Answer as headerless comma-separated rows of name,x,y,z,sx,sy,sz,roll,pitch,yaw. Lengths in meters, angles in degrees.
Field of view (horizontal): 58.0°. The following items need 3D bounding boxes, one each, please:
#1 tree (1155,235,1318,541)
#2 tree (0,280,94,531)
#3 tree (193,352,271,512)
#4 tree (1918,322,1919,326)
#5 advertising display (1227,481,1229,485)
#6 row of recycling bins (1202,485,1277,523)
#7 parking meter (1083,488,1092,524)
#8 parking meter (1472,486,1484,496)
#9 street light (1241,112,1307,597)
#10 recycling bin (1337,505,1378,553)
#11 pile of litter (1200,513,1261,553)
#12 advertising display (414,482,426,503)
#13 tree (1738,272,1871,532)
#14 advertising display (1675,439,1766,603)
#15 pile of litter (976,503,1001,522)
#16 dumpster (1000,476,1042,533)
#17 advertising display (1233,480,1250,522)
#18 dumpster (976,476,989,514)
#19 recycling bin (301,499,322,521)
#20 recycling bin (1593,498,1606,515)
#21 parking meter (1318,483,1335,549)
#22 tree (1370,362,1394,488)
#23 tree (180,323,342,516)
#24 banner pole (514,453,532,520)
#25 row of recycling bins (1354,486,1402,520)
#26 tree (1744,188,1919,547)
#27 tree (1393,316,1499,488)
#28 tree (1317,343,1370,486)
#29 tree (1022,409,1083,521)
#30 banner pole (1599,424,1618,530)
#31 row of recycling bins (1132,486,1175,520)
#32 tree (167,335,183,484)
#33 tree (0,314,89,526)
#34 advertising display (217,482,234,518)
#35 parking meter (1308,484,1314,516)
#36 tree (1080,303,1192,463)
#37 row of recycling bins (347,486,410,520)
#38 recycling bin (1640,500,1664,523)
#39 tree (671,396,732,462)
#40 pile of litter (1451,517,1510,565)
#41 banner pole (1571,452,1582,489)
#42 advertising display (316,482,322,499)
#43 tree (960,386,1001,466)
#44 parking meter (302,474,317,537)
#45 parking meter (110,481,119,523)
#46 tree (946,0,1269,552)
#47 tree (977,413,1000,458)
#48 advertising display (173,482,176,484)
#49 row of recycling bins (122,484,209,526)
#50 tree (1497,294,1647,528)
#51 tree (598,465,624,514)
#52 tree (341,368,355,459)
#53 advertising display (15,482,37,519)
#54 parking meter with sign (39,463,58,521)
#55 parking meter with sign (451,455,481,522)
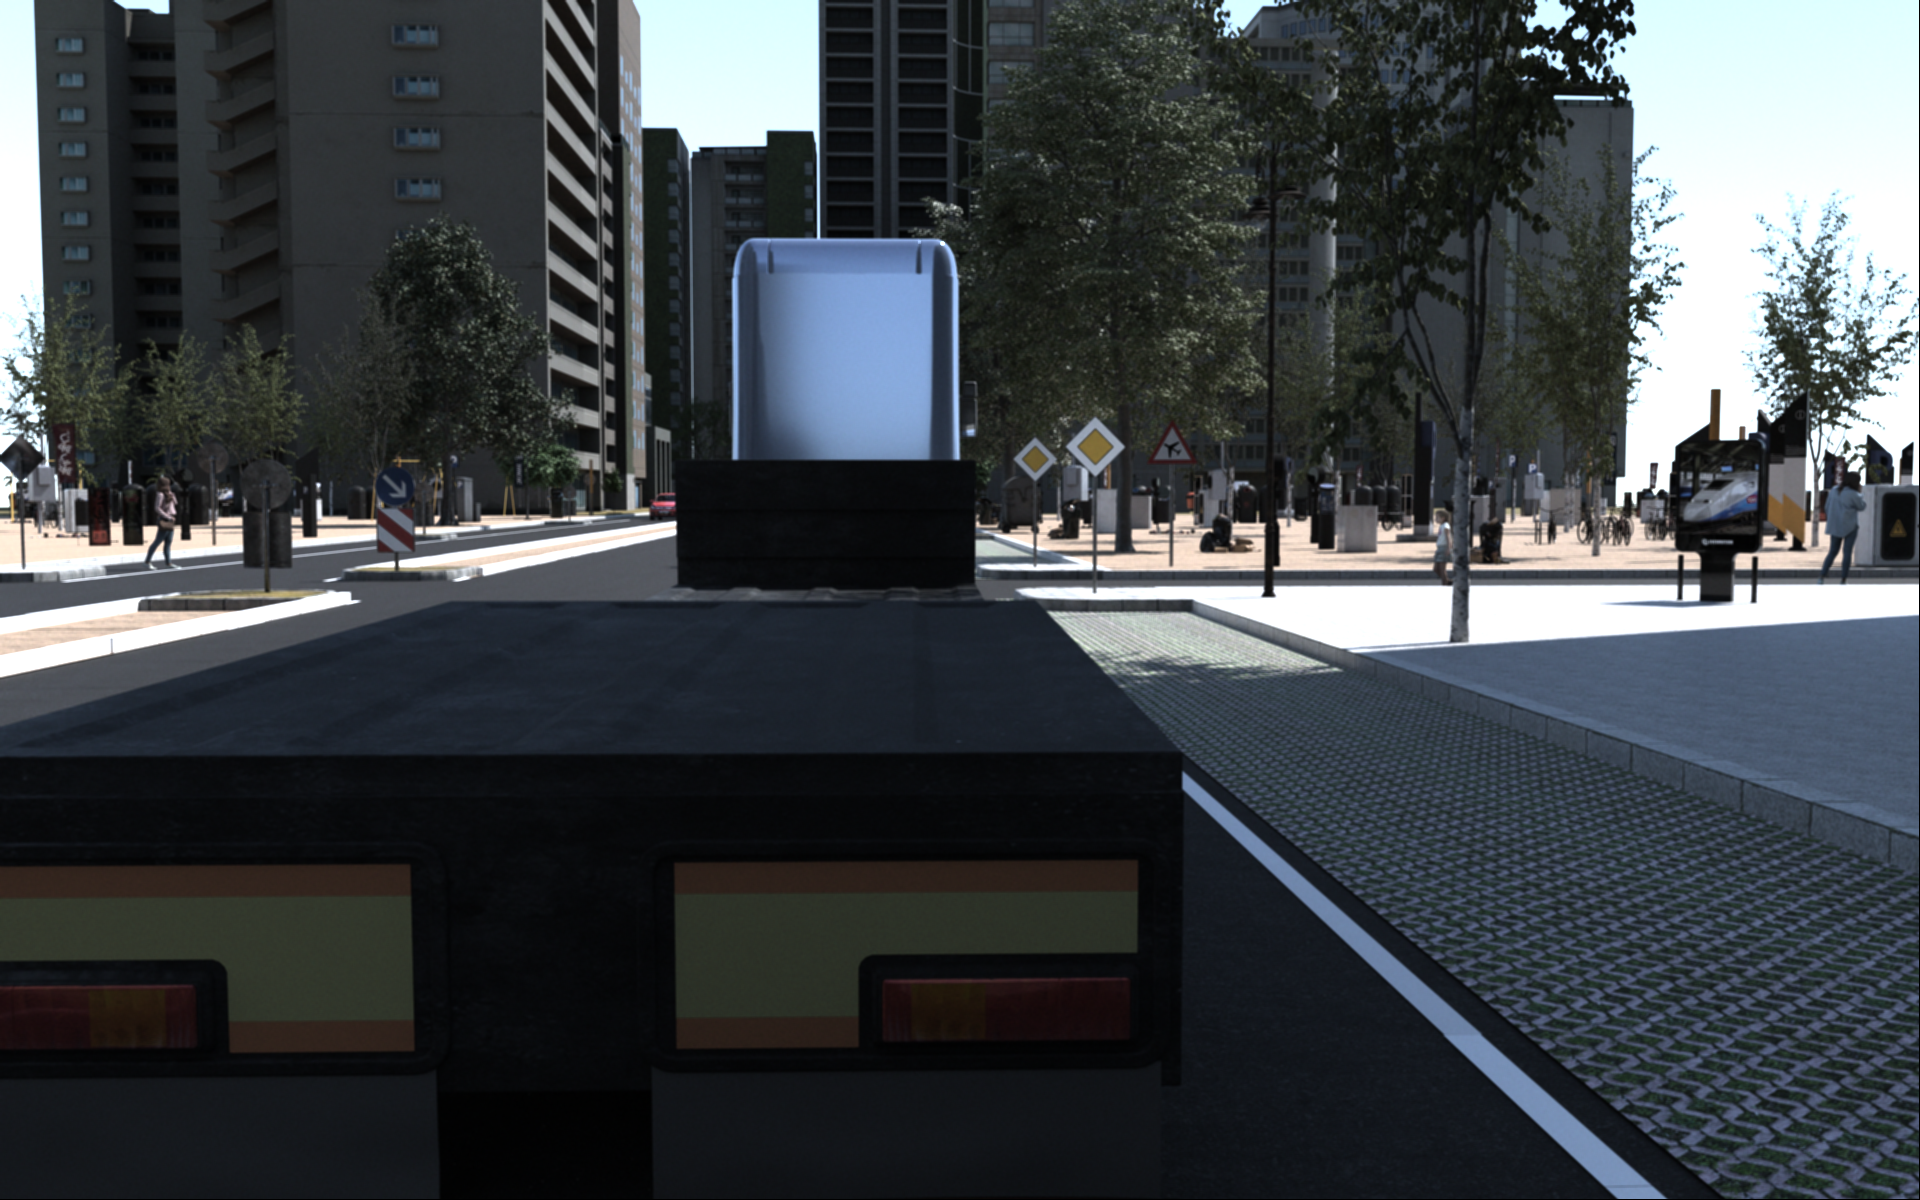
tree,7.458,-5.964,47.874,4.360,8.622,3.978,0,3,0
tree,-31.195,-6.724,60.295,4.737,8.622,4.395,0,3,0
tree,-37.020,-8.488,89.138,4.360,8.622,3.978,0,3,0
tree,21.154,-5.101,33.759,4.360,8.622,3.978,0,3,0
advertising display,13.826,-5.073,88.164,0.123,1.923,0.974,-2,4,-27
row of recycling bins,12.358,-4.289,77.235,3.534,1.692,1.069,0,4,8
parking meter,5.464,-4.014,74.037,0.372,1.533,0.369,0,3,0
parking meter,17.336,-3.031,57.975,0.372,1.533,0.369,0,3,0
street light,3.851,-2.975,21.423,0.468,5.910,1.993,0,4,-3
recycling bin,8.773,-1.573,38.267,0.722,1.027,0.722,0,4,-3
pile of litter,6.017,-1.491,38.343,1.719,0.858,1.176,-2,4,-28
advertising display,-28.647,-5.303,91.923,0.974,1.923,0.123,3,5,41
tree,28.202,-6.608,58.400,4.360,8.622,3.978,0,3,0
advertising display,9.045,-0.944,20.644,0.974,1.923,0.123,3,5,41
pile of litter,1.289,-4.075,80.592,1.719,0.858,1.176,-3,5,-45
dumpster,2.025,-3.143,57.147,1.264,1.857,1.865,0,4,-3
advertising display,13.110,-4.629,80.904,0.974,1.923,0.123,-2,4,-30
dumpster,0.621,-4.962,83.620,1.502,2.255,1.985,0,4,-3
recycling bin,-30.984,-4.293,82.738,0.722,1.027,0.722,1,4,9
recycling bin,38.651,-5.631,104.627,0.722,1.027,0.722,1,4,22
parking meter,8.540,-1.951,40.302,0.372,1.533,0.369,0,3,0
tree,22.425,-8.611,91.148,4.360,8.622,3.978,0,3,0
tree,-29.852,-7.578,74.259,4.737,8.622,4.395,0,3,0
banner pole,-21.735,-5.874,86.051,0.863,3.779,0.401,-1,4,-15
row of recycling bins,20.769,-4.750,84.776,3.534,1.692,1.069,-2,4,-33
tree,20.956,-5.596,41.851,4.737,8.622,4.395,0,3,0
tree,20.964,-7.389,71.168,4.360,8.622,3.978,0,3,0
tree,12.959,-7.156,67.357,4.360,8.622,3.978,0,3,0
tree,4.510,-8.115,83.042,4.360,8.622,3.978,0,3,0
banner pole,22.978,-4.380,61.637,0.863,3.779,0.401,0,4,-7
row of recycling bins,9.159,-4.780,85.264,1.069,1.692,3.534,-3,5,-44
tree,-35.326,-7.818,78.188,4.737,8.622,4.395,0,3,0
tree,-37.544,-7.334,70.277,4.360,8.622,3.978,0,3,0
advertising display,-40.190,-5.474,94.719,0.123,1.923,0.974,3,4,38
parking meter,20.203,-5.739,99.539,0.399,1.863,0.255,-3,5,-43
tree,9.134,-10.200,92.533,9.928,11.665,9.643,0,3,0
row of recycling bins,-29.477,-4.949,88.024,1.069,1.692,3.534,2,4,34
recycling bin,30.463,-3.894,76.218,0.722,1.027,0.722,-3,4,-39
tree,-27.053,-15.660,181.793,9.928,11.665,9.643,0,3,0
pile of litter,9.645,-1.119,32.253,1.176,0.858,1.719,1,4,20
banner pole,36.552,-6.901,102.849,0.863,3.779,0.401,0,4,-6
advertising display,-34.728,-5.383,93.226,0.123,1.923,0.974,1,4,17
tree,1.019,-9.154,100.036,4.737,8.622,4.395,0,3,0
parking meter,-19.312,-2.795,51.402,0.399,1.863,0.255,2,4,32
parking meter,-38.156,-4.433,78.197,0.255,1.863,0.399,-3,5,-40
tree,3.252,-7.341,38.153,7.486,12.596,7.792,0,3,0
tree,-0.845,-10.675,108.953,8.767,10.594,7.601,-2,4,-31
advertising display,-40.286,-5.177,89.861,0.123,1.923,0.974,3,4,39
row of recycling bins,-32.176,-3.864,70.281,1.069,1.692,3.534,2,4,35
tree,23.132,-6.990,64.647,4.360,8.622,3.978,0,3,0
tree,-22.726,-7.294,113.852,1.663,3.219,1.824,0,3,0
tree,-36.853,-9.232,101.312,4.737,8.622,4.395,0,3,0
advertising display,-48.755,-5.212,90.437,0.123,1.923,0.974,3,5,41
parking meter with sign,-44.265,-5.370,84.062,1.738,3.016,0.543,2,4,32
parking meter with sign,-22.471,-5.040,78.659,0.543,3.016,1.738,1,4,20
